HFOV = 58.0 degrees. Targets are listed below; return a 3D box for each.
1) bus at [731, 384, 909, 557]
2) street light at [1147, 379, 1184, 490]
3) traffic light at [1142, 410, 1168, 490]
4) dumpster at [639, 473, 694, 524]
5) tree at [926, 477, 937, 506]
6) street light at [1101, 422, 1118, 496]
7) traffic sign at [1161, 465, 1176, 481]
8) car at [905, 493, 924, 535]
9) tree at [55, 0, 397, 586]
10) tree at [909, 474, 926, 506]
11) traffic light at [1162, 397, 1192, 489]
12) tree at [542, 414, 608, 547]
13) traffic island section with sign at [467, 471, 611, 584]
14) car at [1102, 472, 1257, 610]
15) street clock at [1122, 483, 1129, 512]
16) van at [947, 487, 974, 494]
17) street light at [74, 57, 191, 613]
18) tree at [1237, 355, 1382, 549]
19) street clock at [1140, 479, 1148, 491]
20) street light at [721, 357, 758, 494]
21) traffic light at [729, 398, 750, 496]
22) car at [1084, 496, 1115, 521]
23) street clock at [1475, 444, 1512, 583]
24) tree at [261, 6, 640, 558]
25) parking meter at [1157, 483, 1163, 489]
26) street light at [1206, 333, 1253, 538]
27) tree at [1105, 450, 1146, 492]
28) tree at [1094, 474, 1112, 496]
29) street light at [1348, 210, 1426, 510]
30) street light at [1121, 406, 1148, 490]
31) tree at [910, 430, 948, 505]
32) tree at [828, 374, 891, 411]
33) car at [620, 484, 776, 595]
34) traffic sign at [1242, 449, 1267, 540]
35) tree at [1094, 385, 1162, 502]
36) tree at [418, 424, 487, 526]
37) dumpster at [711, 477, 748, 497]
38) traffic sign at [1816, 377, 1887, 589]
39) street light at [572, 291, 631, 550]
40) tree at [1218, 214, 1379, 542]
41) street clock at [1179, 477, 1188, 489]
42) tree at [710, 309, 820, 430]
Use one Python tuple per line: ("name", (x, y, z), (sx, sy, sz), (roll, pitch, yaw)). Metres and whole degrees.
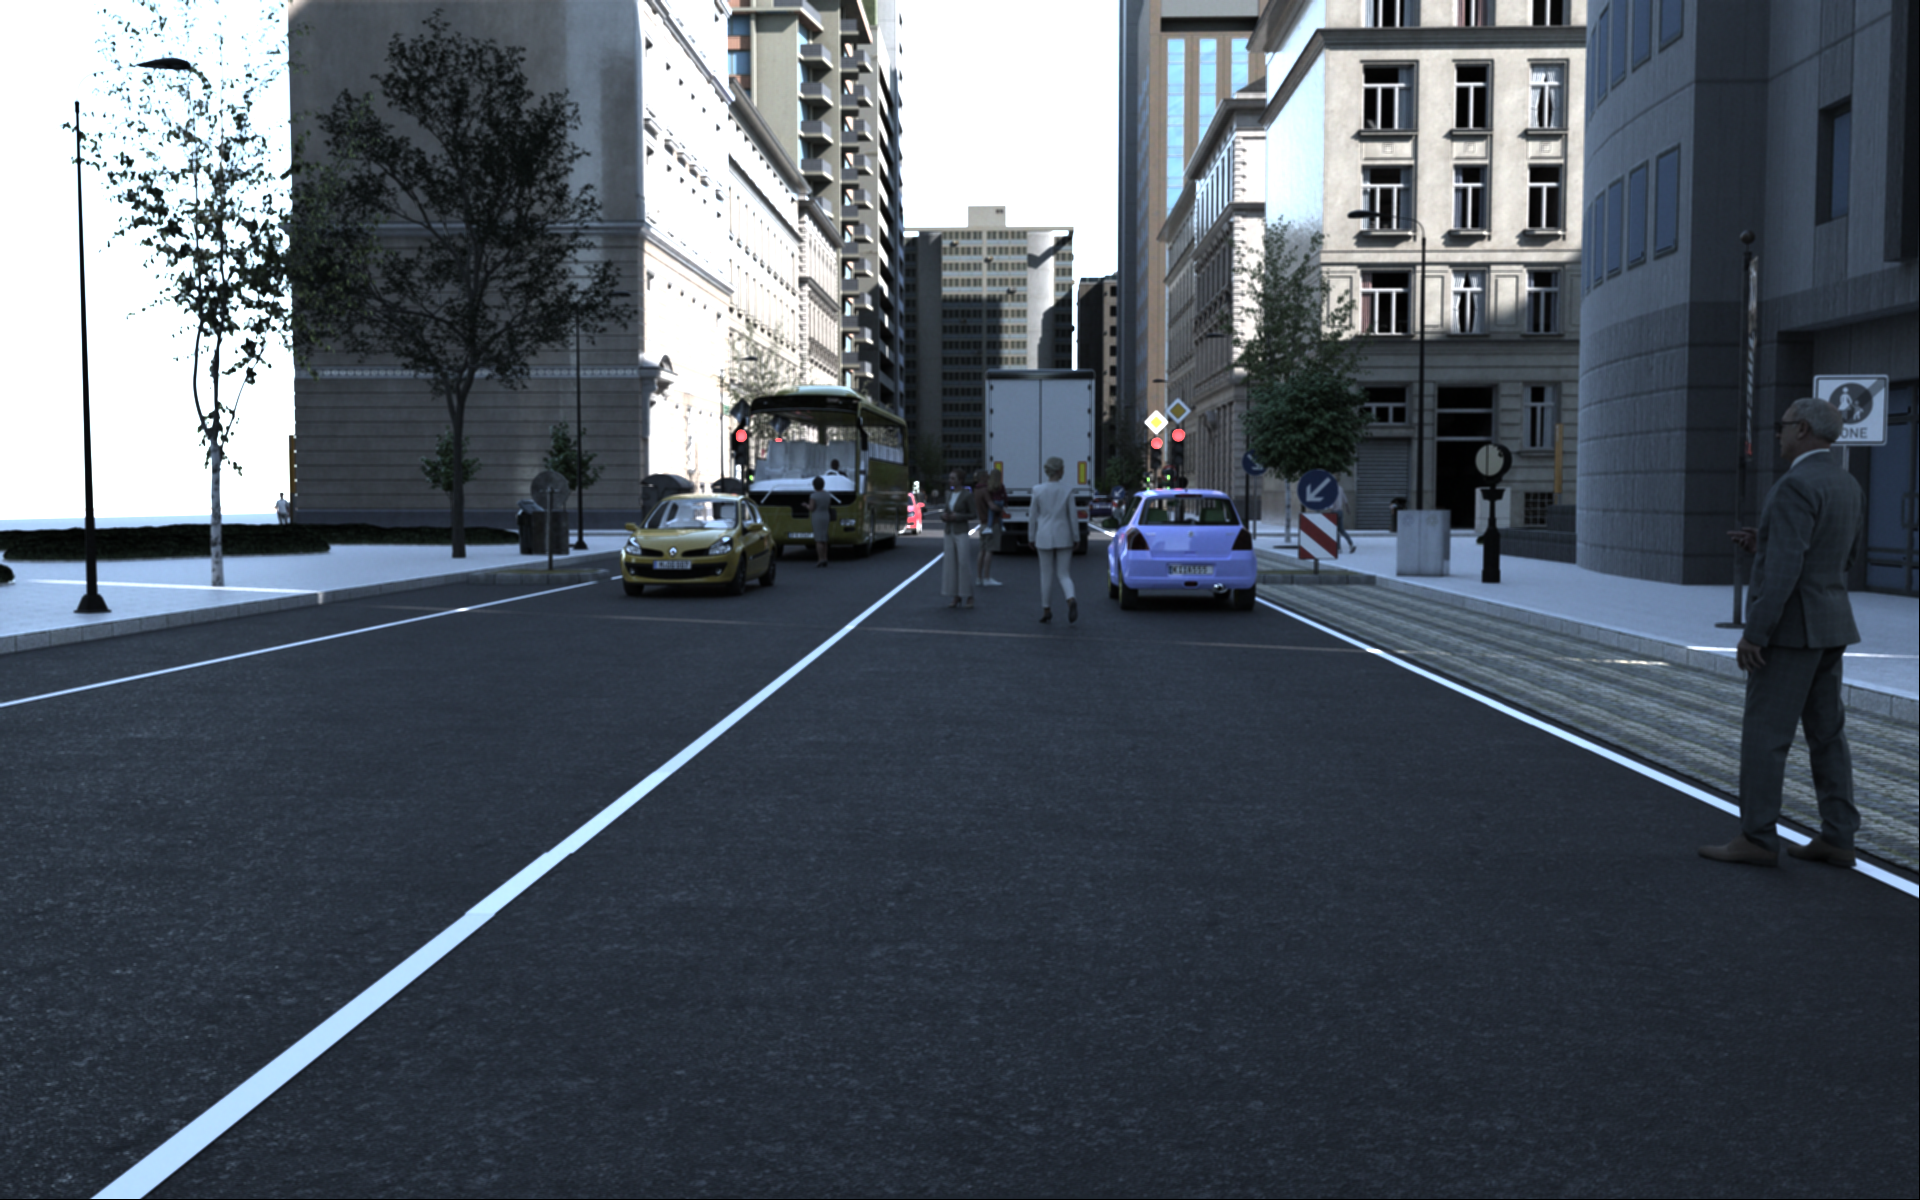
("bus", (-3.042, -3.119, 42.548), (2.896, 3.916, 12.252), (0, 4, 3))
("street light", (8.494, -5.976, 70.250), (1.470, 5.913, 1.316), (0, 4, 2))
("traffic light", (6.576, -4.245, 58.320), (0.839, 4.253, 0.868), (0, 4, 2))
("dumpster", (-8.409, -2.679, 49.561), (1.264, 1.857, 1.865), (0, 4, 2))
("tree", (-3.556, -12.031, 191.313), (1.663, 3.219, 1.824), (0, 3, 0))
("street light", (9.921, -8.545, 112.249), (1.470, 5.913, 1.316), (0, 4, 2))
("traffic sign", (9.163, -4.621, 75.667), (0.768, 2.556, 0.104), (1, 4, 11))
("car", (-2.333, -3.235, 61.940), (2.155, 1.783, 4.494), (0, 4, 1))
("tree", (-10.176, -4.507, 24.055), (4.360, 8.622, 3.978), (0, 3, 0))
("tree", (-4.552, -10.483, 166.001), (1.663, 3.219, 1.824), (0, 3, 0))
("traffic light", (6.300, -3.756, 50.339), (0.839, 4.253, 0.868), (0, 4, 2))
("tree", (-9.639, -2.900, 42.024), (1.663, 3.219, 1.824), (0, 3, 0))
("traffic island section with sign", (-6.847, -1.217, 28.530), (1.989, 1.847, 2.006), (0, 4, 2))
("car", (2.852, -0.806, 22.762), (1.945, 1.707, 3.694), (0, 4, 2))
("street clock", (10.893, -6.698, 114.087), (0.471, 2.002, 0.358), (0, 4, 1))
("van", (0.059, -8.484, 143.090), (2.240, 2.365, 5.245), (0, 4, 1))
("street light", (-8.876, -2.817, 18.596), (1.470, 5.913, 1.316), (0, 4, 2))
("tree", (8.271, -3.512, 41.131), (4.285, 4.588, 4.351), (0, 3, 0))
("street clock", (9.135, -4.981, 86.011), (0.358, 2.002, 0.471), (-1, 4, -20))
("street light", (-7.545, -5.278, 58.833), (1.470, 5.913, 1.316), (0, 4, 2))
("traffic light", (-6.354, -3.782, 50.759), (0.839, 4.253, 0.868), (0, 4, 2))
("car", (7.569, -4.887, 92.491), (1.945, 1.354, 3.894), (0, 4, 1))
("street clock", (7.694, -1.252, 25.034), (0.358, 2.002, 0.471), (-3, 5, -43))
("tree", (-10.226, -6.109, 34.291), (8.767, 10.594, 7.601), (1, 4, 16))
("parking meter", (10.459, -5.199, 90.720), (0.255, 1.863, 0.399), (0, 4, -7))
("street light", (7.802, -4.751, 50.218), (1.470, 5.913, 1.316), (0, 4, 2))
("tree", (12.254, -8.768, 127.067), (4.285, 4.588, 4.351), (0, 3, 0))
("tree", (12.725, -9.506, 150.019), (1.663, 3.219, 1.824), (0, 3, 0))
("street light", (7.044, -3.422, 28.497), (1.470, 5.913, 1.316), (0, 4, 2))
("street light", (9.271, -7.244, 90.977), (1.470, 5.913, 1.316), (0, 4, 2))
("tree", (-3.257, -15.669, 206.547), (4.737, 8.622, 4.395), (0, 3, 0))
("tree", (-6.626, -9.457, 104.981), (4.360, 8.622, 3.978), (0, 3, 0))
("car", (-3.841, -0.950, 25.764), (2.015, 1.641, 3.980), (0, 4, 3))
("traffic sign", (8.262, -2.961, 48.512), (0.768, 2.556, 0.104), (0, 4, 5))
("tree", (11.439, -10.200, 117.131), (4.360, 8.622, 3.978), (0, 3, 0))
("tree", (-14.206, -3.260, 47.901), (1.663, 3.219, 1.824), (0, 3, 0))
("dumpster", (-8.061, -3.389, 61.171), (1.264, 1.857, 1.865), (0, 4, 2))
("traffic sign", (7.654, -0.785, 14.967), (0.606, 2.300, 0.079), (0, 4, 6))
("street light", (-8.230, -4.115, 39.825), (1.470, 5.913, 1.316), (0, 4, 2))
("tree", (8.702, -5.816, 45.456), (4.737, 8.622, 4.395), (0, 3, 0))
("street clock", (9.227, -4.124, 71.999), (0.471, 2.002, 0.358), (0, 4, 0))
("tree", (-7.860, -7.316, 69.975), (4.360, 8.622, 3.978), (0, 3, 0))
